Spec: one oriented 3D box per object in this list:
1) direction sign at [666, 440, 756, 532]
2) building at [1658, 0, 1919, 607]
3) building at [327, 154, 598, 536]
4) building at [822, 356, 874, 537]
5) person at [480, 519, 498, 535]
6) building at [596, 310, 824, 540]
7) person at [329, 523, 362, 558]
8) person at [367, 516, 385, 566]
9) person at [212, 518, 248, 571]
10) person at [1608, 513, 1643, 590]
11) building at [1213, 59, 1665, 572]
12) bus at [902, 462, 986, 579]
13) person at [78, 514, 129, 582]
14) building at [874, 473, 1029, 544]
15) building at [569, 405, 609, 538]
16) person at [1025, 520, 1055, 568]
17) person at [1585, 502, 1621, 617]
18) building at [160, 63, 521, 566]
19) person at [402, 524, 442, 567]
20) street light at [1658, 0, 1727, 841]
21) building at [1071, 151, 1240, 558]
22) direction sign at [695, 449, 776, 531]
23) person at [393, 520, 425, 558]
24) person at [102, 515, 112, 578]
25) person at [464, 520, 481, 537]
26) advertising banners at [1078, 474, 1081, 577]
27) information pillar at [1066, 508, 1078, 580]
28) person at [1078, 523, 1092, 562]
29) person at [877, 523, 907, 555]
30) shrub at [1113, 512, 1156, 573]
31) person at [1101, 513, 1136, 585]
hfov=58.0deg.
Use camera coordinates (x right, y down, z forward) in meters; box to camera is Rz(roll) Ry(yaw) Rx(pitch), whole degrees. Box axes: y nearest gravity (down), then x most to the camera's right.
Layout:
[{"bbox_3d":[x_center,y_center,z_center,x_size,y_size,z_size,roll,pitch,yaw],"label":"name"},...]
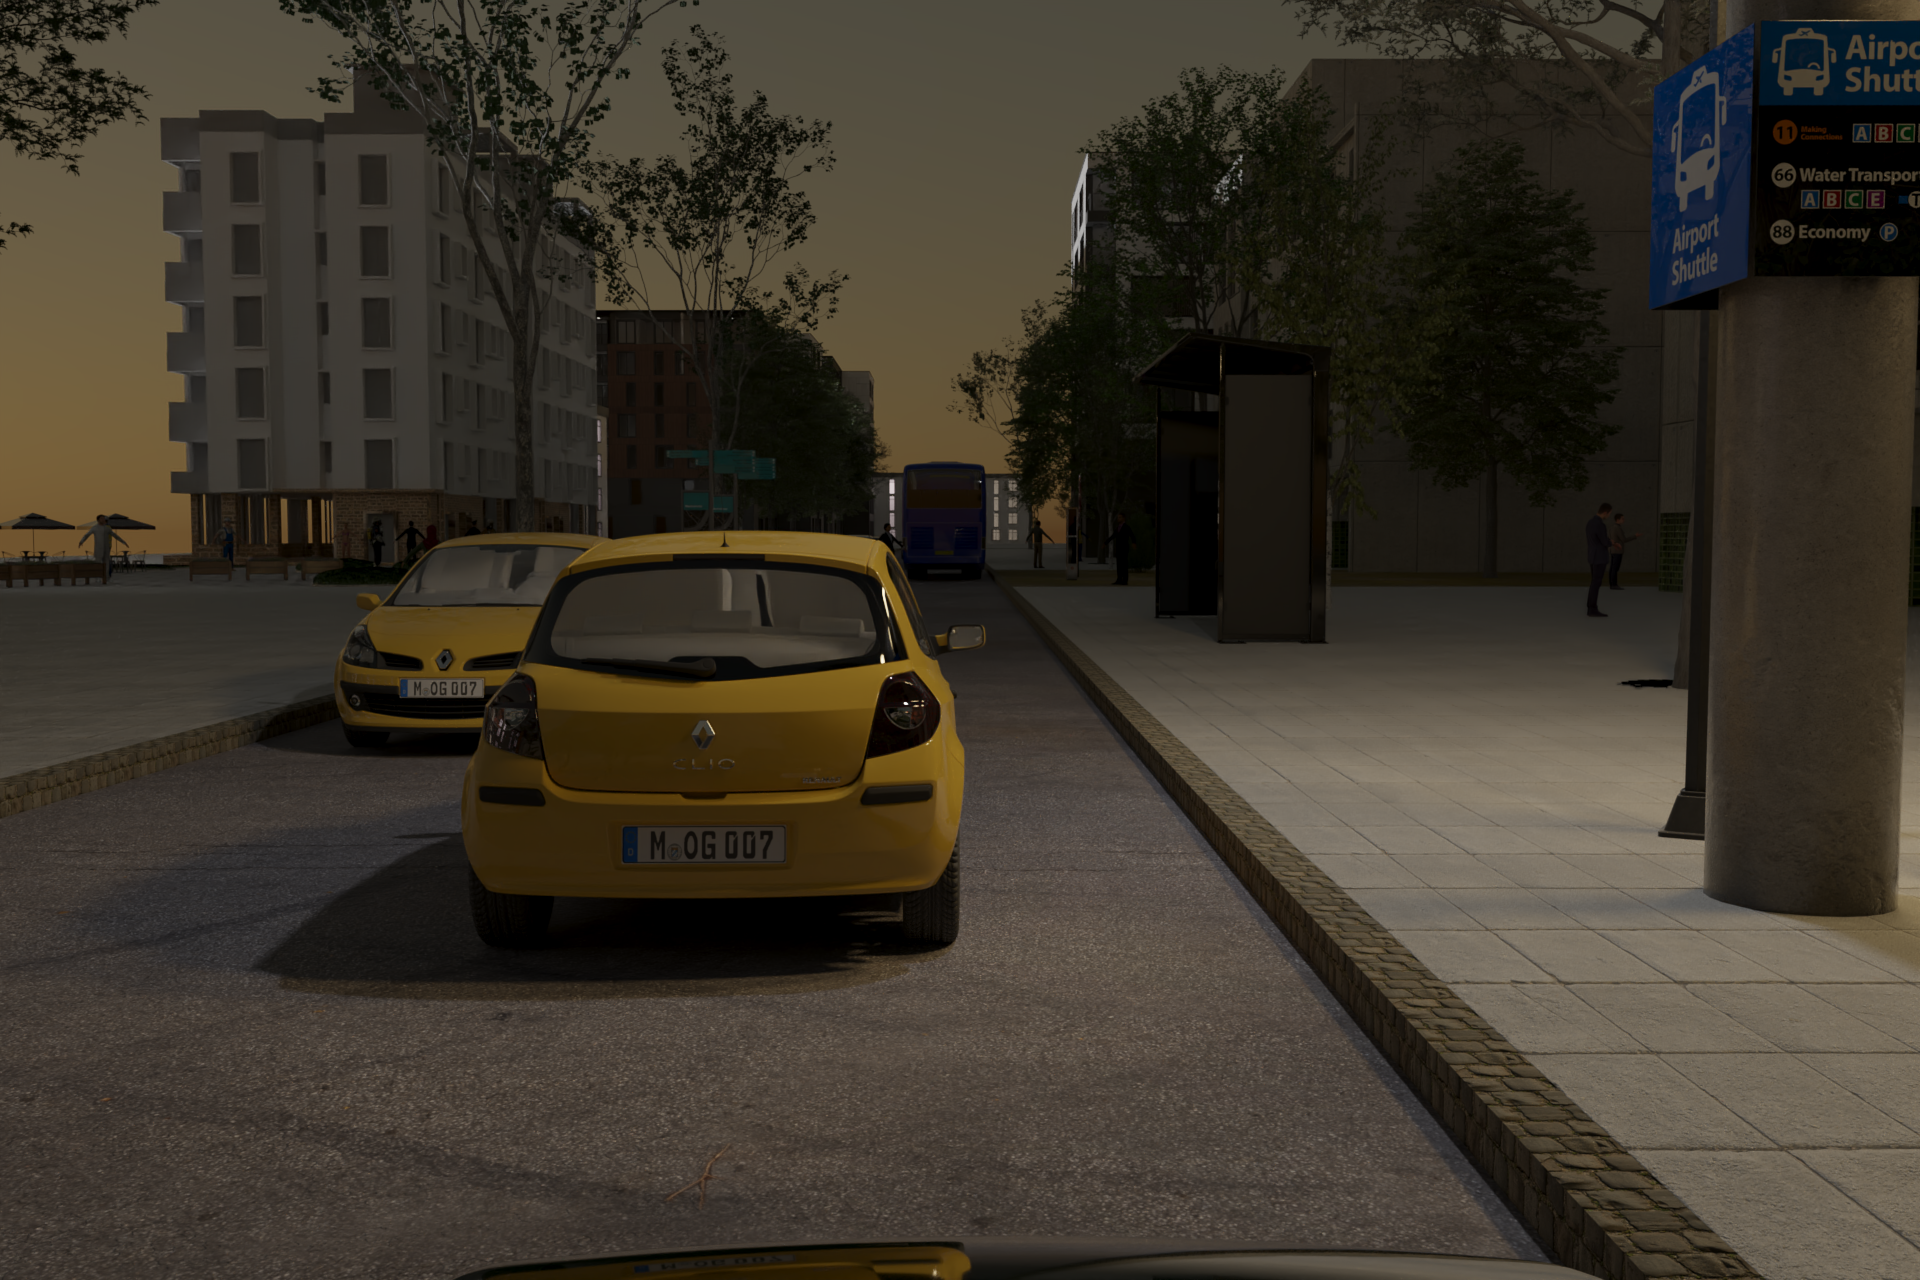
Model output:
[{"bbox_3d":[-7.058,-3.729,49.724,2.525,3.948,1.411,0,4,0],"label":"direction sign"},{"bbox_3d":[24.115,-9.554,22.674,16.747,18.905,31.486,0,4,0],"label":"building"},{"bbox_3d":[-26.001,-14.148,87.733,16.016,20.090,11.380,0,3,0],"label":"building"},{"bbox_3d":[-25.237,-22.669,214.619,27.936,21.610,32.646,0,4,0],"label":"building"},{"bbox_3d":[-17.900,-3.689,66.082,0.705,1.858,1.354,3,4,36],"label":"person"},{"bbox_3d":[-29.140,-20.204,174.303,27.936,21.610,32.646,0,4,1],"label":"building"},{"bbox_3d":[-23.982,-3.720,67.622,1.217,1.733,0.721,-1,4,-11],"label":"person"},{"bbox_3d":[-18.269,-2.974,54.401,0.705,1.856,1.354,-2,4,-26],"label":"person"},{"bbox_3d":[-25.163,-3.285,59.569,0.705,1.847,1.347,2,4,33],"label":"person"},{"bbox_3d":[15.313,-2.038,39.899,0.750,1.759,0.617,1,4,16],"label":"person"},{"bbox_3d":[21.416,-12.648,73.258,16.747,18.905,31.486,0,4,0],"label":"building"},{"bbox_3d":[-0.510,-4.051,57.784,2.896,3.916,12.251,0,4,0],"label":"bus"},{"bbox_3d":[-22.964,-2.458,46.381,0.705,1.806,1.347,3,4,37],"label":"person"},{"bbox_3d":[-4.011,-17.870,236.781,28.070,9.664,9.099,0,4,2],"label":"building"},{"bbox_3d":[-27.954,-10.614,115.685,9.099,9.664,28.070,0,4,1],"label":"building"},{"bbox_3d":[2.964,-3.607,65.245,1.348,1.796,0.705,3,5,40],"label":"person"},{"bbox_3d":[10.010,-1.250,26.935,0.568,1.767,0.683,0,4,-4],"label":"person"},{"bbox_3d":[-26.150,-13.132,71.127,16.016,20.090,11.380,0,3,0],"label":"building"},{"bbox_3d":[-8.214,-1.089,27.014,0.989,1.438,0.599,0,4,-3],"label":"person"},{"bbox_3d":[3.684,-2.119,7.192,1.470,5.913,1.316,0,4,0],"label":"street light"},{"bbox_3d":[20.794,-16.216,109.114,27.936,21.610,32.646,0,4,0],"label":"building"},{"bbox_3d":[-7.032,-4.050,54.980,2.525,3.948,1.411,0,4,2],"label":"direction sign"},{"bbox_3d":[-21.306,-3.734,67.237,1.347,1.806,0.705,-3,4,-36],"label":"person"},{"bbox_3d":[-25.025,-2.733,50.651,0.705,1.833,1.349,-1,4,-13],"label":"person"},{"bbox_3d":[-19.045,-3.799,68.052,1.347,1.837,0.705,1,4,23],"label":"person"},{"bbox_3d":[3.511,-3.388,51.579,0.090,3.025,2.074,0,4,1],"label":"advertising banners"},{"bbox_3d":[3.110,-2.670,48.147,0.304,2.012,0.304,0,4,-2],"label":"information pillar"},{"bbox_3d":[5.534,-4.526,80.457,1.216,1.772,0.721,2,4,27],"label":"person"},{"bbox_3d":[-1.948,-2.392,48.285,1.216,1.740,0.721,-3,5,-44],"label":"person"},{"bbox_3d":[5.909,-3.260,57.345,1.661,2.075,1.752,0,3,0],"label":"shrub"},{"bbox_3d":[4.056,-2.290,43.661,0.704,1.802,1.346,-2,4,-33],"label":"person"}]
